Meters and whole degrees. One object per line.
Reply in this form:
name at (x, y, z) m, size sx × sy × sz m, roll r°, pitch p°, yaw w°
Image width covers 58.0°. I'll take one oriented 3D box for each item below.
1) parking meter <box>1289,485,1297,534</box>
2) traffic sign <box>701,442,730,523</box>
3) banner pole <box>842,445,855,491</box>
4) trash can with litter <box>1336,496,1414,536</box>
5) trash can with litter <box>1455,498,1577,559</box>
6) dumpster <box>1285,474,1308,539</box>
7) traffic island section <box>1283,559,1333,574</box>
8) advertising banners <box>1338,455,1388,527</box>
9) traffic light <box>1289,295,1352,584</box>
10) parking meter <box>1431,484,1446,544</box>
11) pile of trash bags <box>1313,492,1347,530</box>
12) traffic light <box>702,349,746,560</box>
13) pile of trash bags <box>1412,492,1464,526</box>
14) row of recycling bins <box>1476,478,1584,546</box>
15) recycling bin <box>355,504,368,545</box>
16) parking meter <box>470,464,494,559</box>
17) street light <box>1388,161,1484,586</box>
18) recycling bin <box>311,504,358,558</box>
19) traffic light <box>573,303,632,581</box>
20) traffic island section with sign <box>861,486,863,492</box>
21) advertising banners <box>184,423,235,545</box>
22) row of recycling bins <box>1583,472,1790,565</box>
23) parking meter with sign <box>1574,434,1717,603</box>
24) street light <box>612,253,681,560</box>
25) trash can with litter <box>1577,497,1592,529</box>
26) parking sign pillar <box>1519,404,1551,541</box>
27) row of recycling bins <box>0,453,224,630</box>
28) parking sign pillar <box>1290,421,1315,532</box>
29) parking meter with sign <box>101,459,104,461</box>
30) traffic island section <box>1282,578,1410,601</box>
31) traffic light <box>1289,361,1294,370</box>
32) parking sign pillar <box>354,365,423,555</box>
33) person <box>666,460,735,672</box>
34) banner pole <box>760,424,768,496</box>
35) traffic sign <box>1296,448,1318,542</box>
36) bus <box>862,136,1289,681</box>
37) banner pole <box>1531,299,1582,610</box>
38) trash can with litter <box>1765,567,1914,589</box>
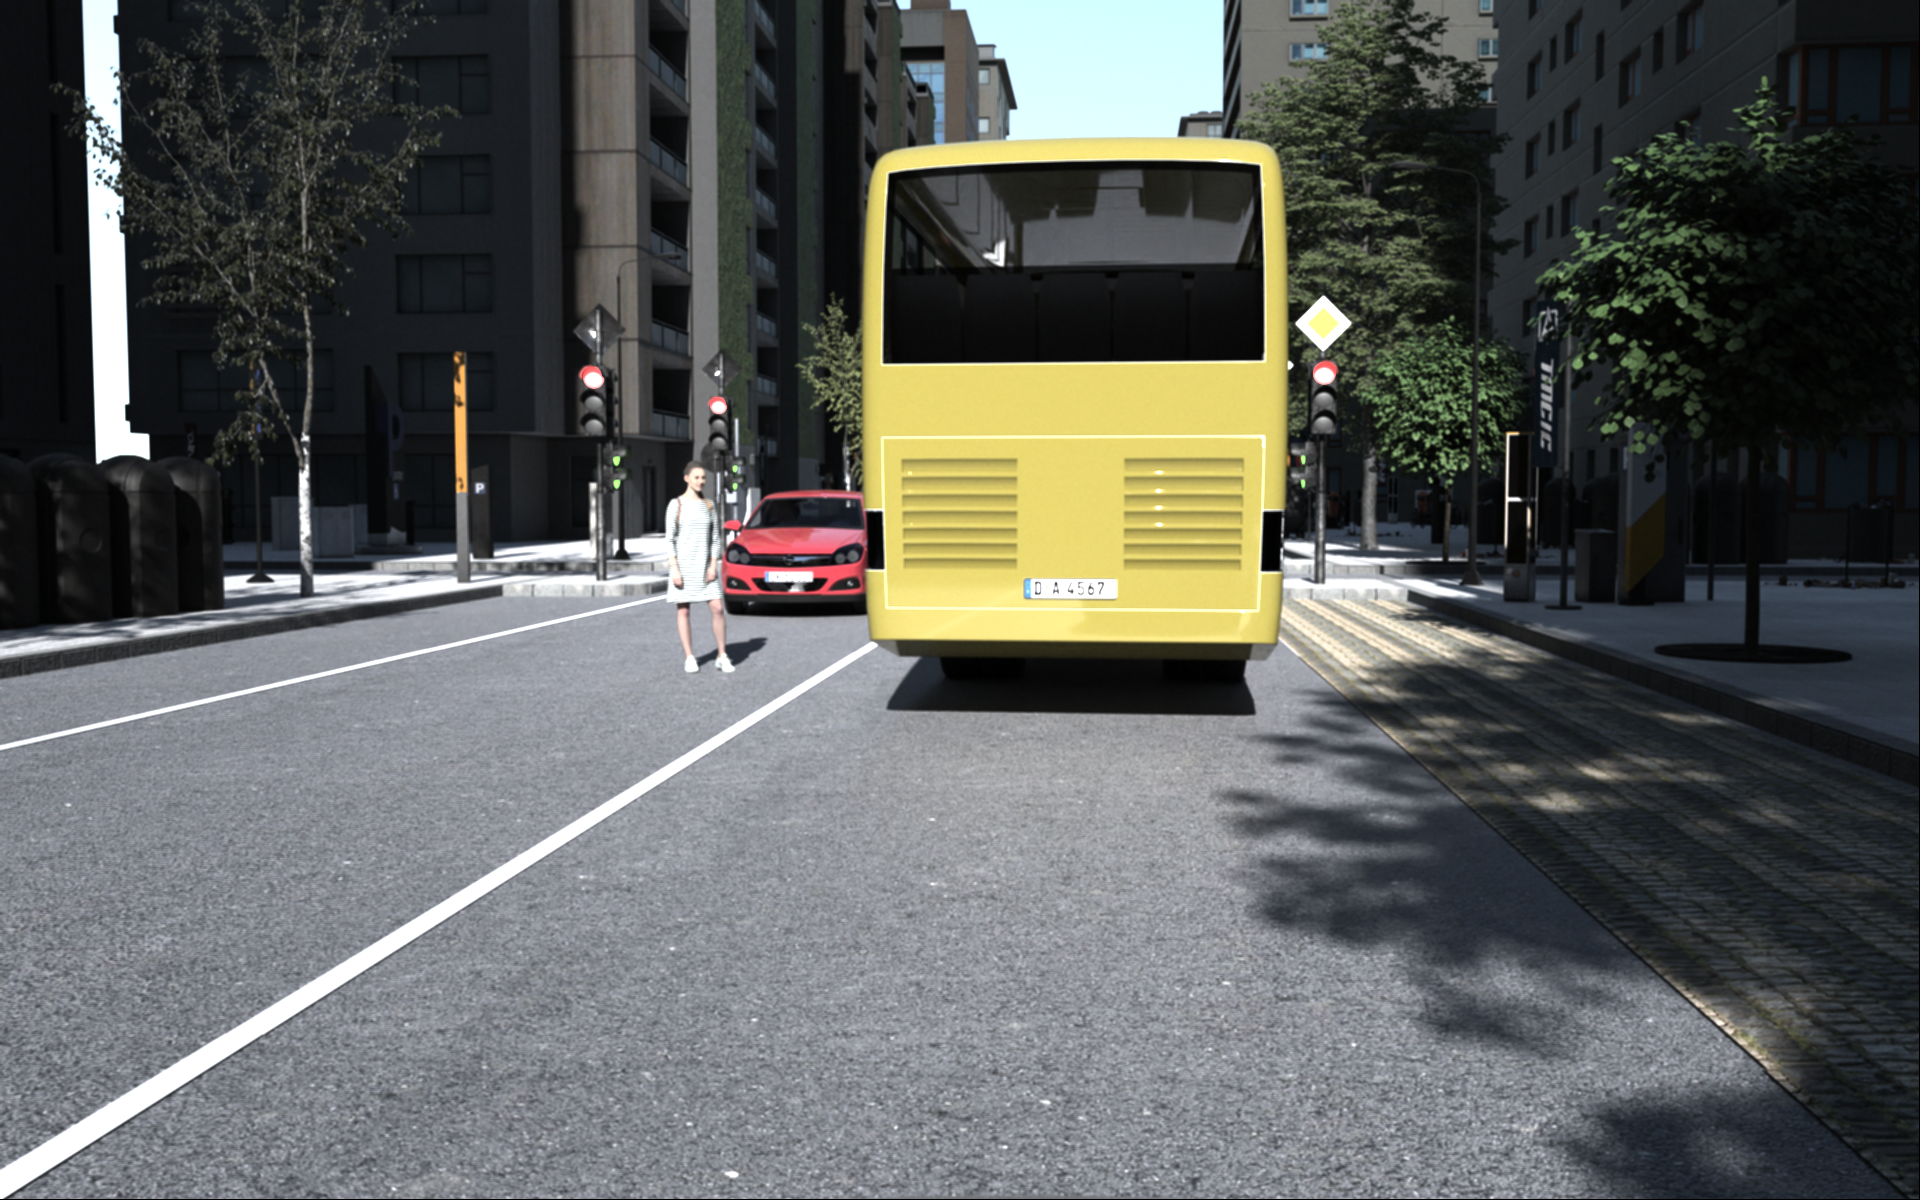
parking meter at (10.757, -3.100, 56.402) m, size 0.399 × 1.863 × 0.255 m, roll 1°, pitch 4°, yaw 18°
traffic sign at (-5.853, -2.530, 41.472) m, size 0.768 × 2.556 × 0.104 m, roll 1°, pitch 4°, yaw 13°
banner pole at (-4.904, -5.330, 77.166) m, size 0.863 × 3.779 × 0.401 m, roll -3°, pitch 4°, yaw -39°
trash can with litter at (12.683, -2.556, 52.844) m, size 2.233 × 1.210 × 1.678 m, roll 1°, pitch 4°, yaw 20°
trash can with litter at (10.980, -1.460, 34.923) m, size 2.233 × 1.210 × 1.678 m, roll 0°, pitch 4°, yaw 3°
dumpster at (9.429, -2.725, 50.308) m, size 1.264 × 1.857 × 1.865 m, roll 0°, pitch 4°, yaw 5°
traffic island section at (5.876, -0.638, 32.706) m, size 2.009 × 0.180 × 2.903 m, roll 0°, pitch 4°, yaw 5°
advertising banners at (15.905, -4.413, 68.346) m, size 2.074 × 3.025 × 0.090 m, roll 1°, pitch 4°, yaw 22°
traffic light at (5.123, -2.185, 24.643) m, size 0.839 × 4.253 × 0.868 m, roll 0°, pitch 4°, yaw 5°
parking meter at (12.400, -2.228, 44.843) m, size 0.372 × 1.533 × 0.369 m, roll 0°, pitch 3°, yaw 0°
pile of trash bags at (13.297, -3.300, 63.715) m, size 1.912 × 1.369 × 3.447 m, roll 0°, pitch 4°, yaw -6°
traffic light at (-4.584, -2.727, 33.511) m, size 0.839 × 4.253 × 0.868 m, roll 0°, pitch 4°, yaw 5°
pile of trash bags at (19.673, -3.800, 71.875) m, size 1.912 × 1.369 × 3.447 m, roll 2°, pitch 4°, yaw 33°
row of recycling bins at (14.693, -2.232, 43.610) m, size 3.534 × 1.692 × 1.069 m, roll 3°, pitch 4°, yaw 36°
recycling bin at (-14.687, -1.857, 42.918) m, size 0.722 × 1.027 × 0.722 m, roll -3°, pitch 4°, yaw -36°
parking meter at (-9.470, -1.748, 34.297) m, size 0.399 × 1.863 × 0.255 m, roll 0°, pitch 4°, yaw 5°
street light at (6.683, -3.167, 24.317) m, size 1.470 × 5.913 × 1.316 m, roll 0°, pitch 4°, yaw 5°
recycling bin at (-12.720, -1.369, 34.942) m, size 0.722 × 1.027 × 0.722 m, roll -3°, pitch 5°, yaw -43°
traffic light at (-5.298, -2.241, 25.558) m, size 0.839 × 4.253 × 0.868 m, roll 0°, pitch 4°, yaw 5°
traffic island section with sign at (-2.784, -2.787, 54.190) m, size 1.989 × 1.847 × 2.006 m, roll 0°, pitch 4°, yaw 5°
advertising banners at (-18.821, -2.889, 43.424) m, size 0.090 × 3.025 × 2.074 m, roll 1°, pitch 4°, yaw 8°
row of recycling bins at (13.478, -1.515, 31.875) m, size 3.534 × 1.692 × 1.069 m, roll 0°, pitch 4°, yaw -2°
parking meter with sign at (8.242, -1.491, 20.647) m, size 1.738 × 3.016 × 0.543 m, roll -1°, pitch 4°, yaw -11°
street light at (-6.055, -3.730, 33.533) m, size 1.470 × 5.913 × 1.316 m, roll 0°, pitch 4°, yaw 5°
trash can with litter at (14.232, -1.812, 40.690) m, size 2.233 × 1.210 × 1.678 m, roll -1°, pitch 4°, yaw -22°
parking sign pillar at (15.948, -3.657, 48.265) m, size 1.447 × 3.967 × 1.447 m, roll -1°, pitch 4°, yaw -10°
row of recycling bins at (-8.918, -0.657, 17.859) m, size 1.069 × 1.692 × 3.534 m, roll 1°, pitch 4°, yaw 15°
parking sign pillar at (11.480, -4.309, 58.920) m, size 1.447 × 3.967 × 1.447 m, roll -1°, pitch 4°, yaw -22°
parking meter with sign at (-43.862, -5.586, 87.586) m, size 1.738 × 3.016 × 0.543 m, roll 1°, pitch 4°, yaw 13°
traffic island section at (5.162, -0.151, 24.753) m, size 2.009 × 0.180 × 2.903 m, roll 0°, pitch 4°, yaw 5°
traffic light at (5.837, -2.671, 32.596) m, size 0.839 × 4.253 × 0.868 m, roll 0°, pitch 4°, yaw 5°
parking sign pillar at (-12.257, -2.967, 36.977) m, size 1.447 × 3.967 × 1.447 m, roll 0°, pitch 4°, yaw 0°
person at (-2.141, -0.274, 13.992) m, size 0.512 × 1.701 × 0.522 m, roll -2°, pitch 4°, yaw -32°
banner pole at (-7.013, -4.406, 62.051) m, size 0.401 × 3.779 × 0.863 m, roll -2°, pitch 4°, yaw -28°
traffic sign at (9.282, -2.803, 45.928) m, size 0.768 × 2.556 × 0.104 m, roll 1°, pitch 4°, yaw 11°
bus at (1.371, -1.509, 16.213) m, size 2.896 × 3.916 × 12.252 m, roll 0°, pitch 4°, yaw 7°
banner pole at (6.685, -1.802, 19.480) m, size 0.401 × 3.779 × 0.863 m, roll -1°, pitch 4°, yaw -16°
trash can with litter at (12.185, -0.799, 24.117) m, size 2.233 × 1.210 × 1.678 m, roll 1°, pitch 4°, yaw 18°
